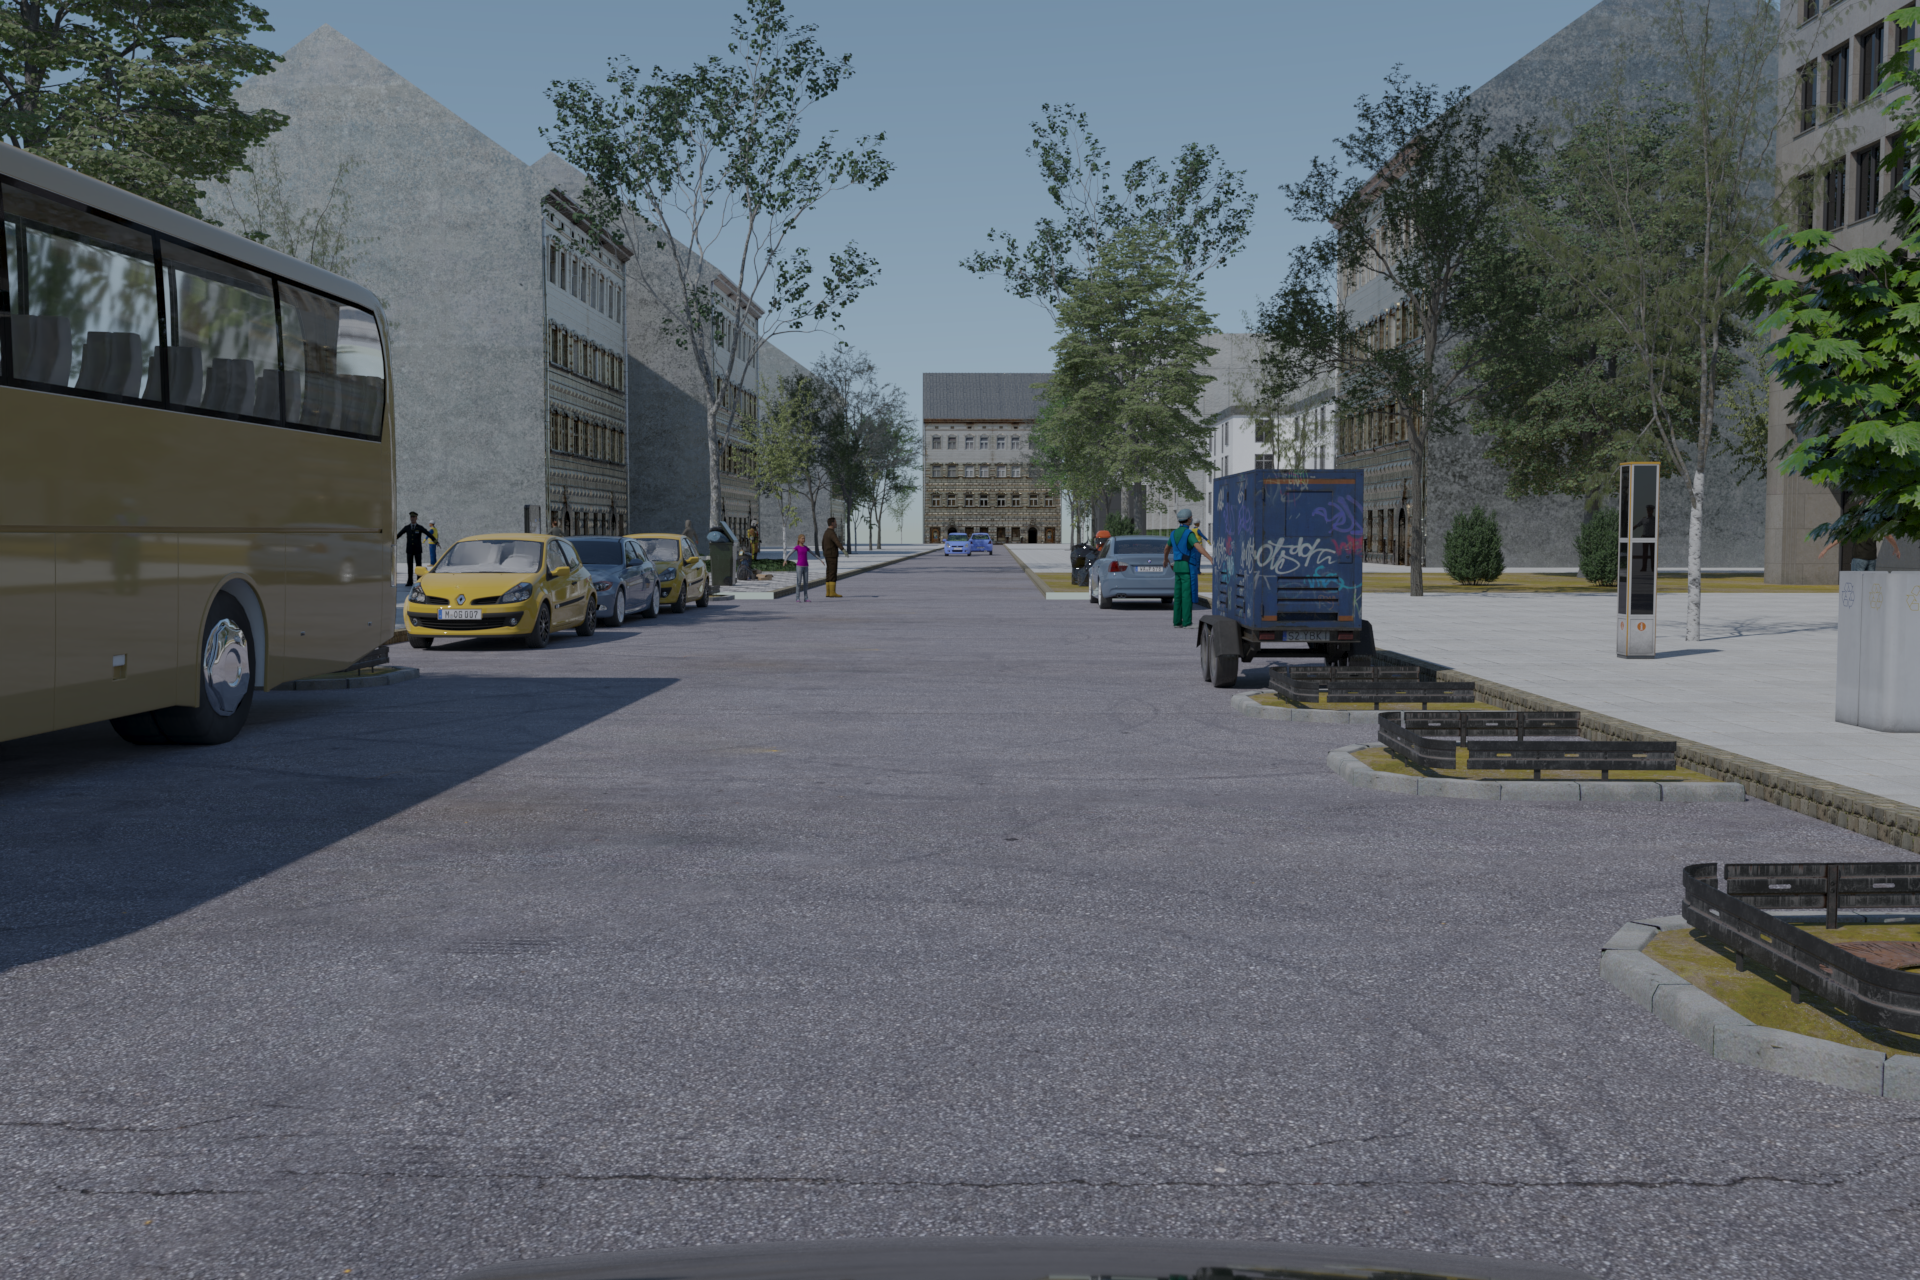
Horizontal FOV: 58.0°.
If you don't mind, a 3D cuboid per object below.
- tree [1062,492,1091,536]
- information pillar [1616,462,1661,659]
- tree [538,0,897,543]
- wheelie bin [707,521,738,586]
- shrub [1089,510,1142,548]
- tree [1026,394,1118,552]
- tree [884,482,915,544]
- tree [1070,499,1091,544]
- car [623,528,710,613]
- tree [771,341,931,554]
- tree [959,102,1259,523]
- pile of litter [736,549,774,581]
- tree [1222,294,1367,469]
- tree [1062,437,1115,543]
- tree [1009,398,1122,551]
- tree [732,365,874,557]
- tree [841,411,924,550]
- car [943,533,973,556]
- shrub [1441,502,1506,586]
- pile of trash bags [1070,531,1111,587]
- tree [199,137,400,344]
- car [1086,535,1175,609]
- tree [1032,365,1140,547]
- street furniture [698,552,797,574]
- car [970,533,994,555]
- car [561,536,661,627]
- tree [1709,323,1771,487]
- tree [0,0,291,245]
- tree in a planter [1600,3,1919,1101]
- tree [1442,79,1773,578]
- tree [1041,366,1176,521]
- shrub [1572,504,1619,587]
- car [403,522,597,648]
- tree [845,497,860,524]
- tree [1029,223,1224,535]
[{"bbox_3d":[16.215,-17.047,229.077,4.360,8.622,3.978,0,3,0],"label":"tree"},{"bbox_3d":[6.975,-0.815,17.822,0.304,2.012,0.304,0,4,1],"label":"information pillar"},{"bbox_3d":[-8.134,-12.389,58.449,12.611,20.169,13.585,0,3,0],"label":"tree"},{"bbox_3d":[-5.888,-2.143,42.939,0.693,1.594,0.980,0,4,3],"label":"wheelie bin"},{"bbox_3d":[4.961,-3.108,54.863,1.661,2.075,1.752,0,3,0],"label":"shrub"},{"bbox_3d":[8.352,-12.077,123.208,9.928,11.665,9.643,0,3,0],"label":"tree"},{"bbox_3d":[-7.625,-17.245,232.320,4.360,8.622,3.978,0,3,0],"label":"tree"},{"bbox_3d":[17.082,-17.371,234.372,4.737,8.622,4.395,0,3,0],"label":"tree"},{"bbox_3d":[-5.810,-1.364,32.517,2.015,1.641,3.980,0,4,1],"label":"car"},{"bbox_3d":[-7.089,-12.203,109.889,12.009,13.543,11.850,0,3,0],"label":"tree"},{"bbox_3d":[6.023,-13.585,78.010,12.611,20.169,13.585,0,3,0],"label":"tree"},{"bbox_3d":[-5.771,-2.103,48.342,1.176,0.858,1.719,0,4,3],"label":"pile of litter"},{"bbox_3d":[9.723,-6.321,53.707,4.360,8.622,3.978,0,3,0],"label":"tree"},{"bbox_3d":[8.297,-10.056,114.770,4.737,8.622,4.395,0,3,0],"label":"tree"},{"bbox_3d":[8.802,-13.707,134.476,12.009,13.543,11.850,0,3,0],"label":"tree"},{"bbox_3d":[-8.147,-9.860,95.628,7.601,10.594,8.767,2,4,31],"label":"tree"},{"bbox_3d":[-6.801,-13.336,143.801,9.928,11.665,9.643,0,3,0],"label":"tree"},{"bbox_3d":[-0.134,-6.258,111.908,1.945,1.707,3.694,0,4,1],"label":"car"},{"bbox_3d":[12.807,-2.390,43.122,1.661,2.075,1.752,0,3,0],"label":"shrub"},{"bbox_3d":[3.732,-2.086,43.859,1.912,1.369,3.447,0,4,-1],"label":"pile of trash bags"},{"bbox_3d":[-12.019,-4.985,31.866,4.360,8.622,3.978,0,3,0],"label":"tree"},{"bbox_3d":[3.537,-1.369,34.382,2.014,1.417,4.499,0,4,0],"label":"car"},{"bbox_3d":[8.024,-10.958,104.916,9.928,11.665,9.643,0,3,0],"label":"tree"},{"bbox_3d":[-9.924,-2.532,57.018,10.072,0.657,5.734,-3,5,-42],"label":"street furniture"},{"bbox_3d":[1.401,-6.707,119.256,1.945,1.707,3.694,0,4,0],"label":"car"},{"bbox_3d":[-6.061,-0.995,28.266,2.014,1.417,4.499,0,4,1],"label":"car"},{"bbox_3d":[26.758,-6.508,56.768,4.737,8.622,4.395,0,3,0],"label":"tree"},{"bbox_3d":[-12.471,-6.416,23.028,7.486,12.596,7.792,0,3,0],"label":"tree"},{"bbox_3d":[3.062,-0.483,5.119,1.991,3.239,1.994,0,4,1],"label":"tree in a planter"},{"bbox_3d":[18.476,-8.799,50.523,9.857,13.997,8.962,0,3,0],"label":"tree"},{"bbox_3d":[8.133,-9.673,92.564,8.767,10.594,7.601,2,4,32],"label":"tree"},{"bbox_3d":[15.804,-2.309,42.175,1.690,2.028,1.600,0,3,0],"label":"shrub"},{"bbox_3d":[-6.026,-0.777,22.935,2.015,1.641,3.980,0,4,1],"label":"car"},{"bbox_3d":[-16.570,-19.220,232.373,7.486,12.596,7.792,0,3,0],"label":"tree"},{"bbox_3d":[6.244,-8.921,63.983,7.486,12.596,7.792,0,3,0],"label":"tree"}]
